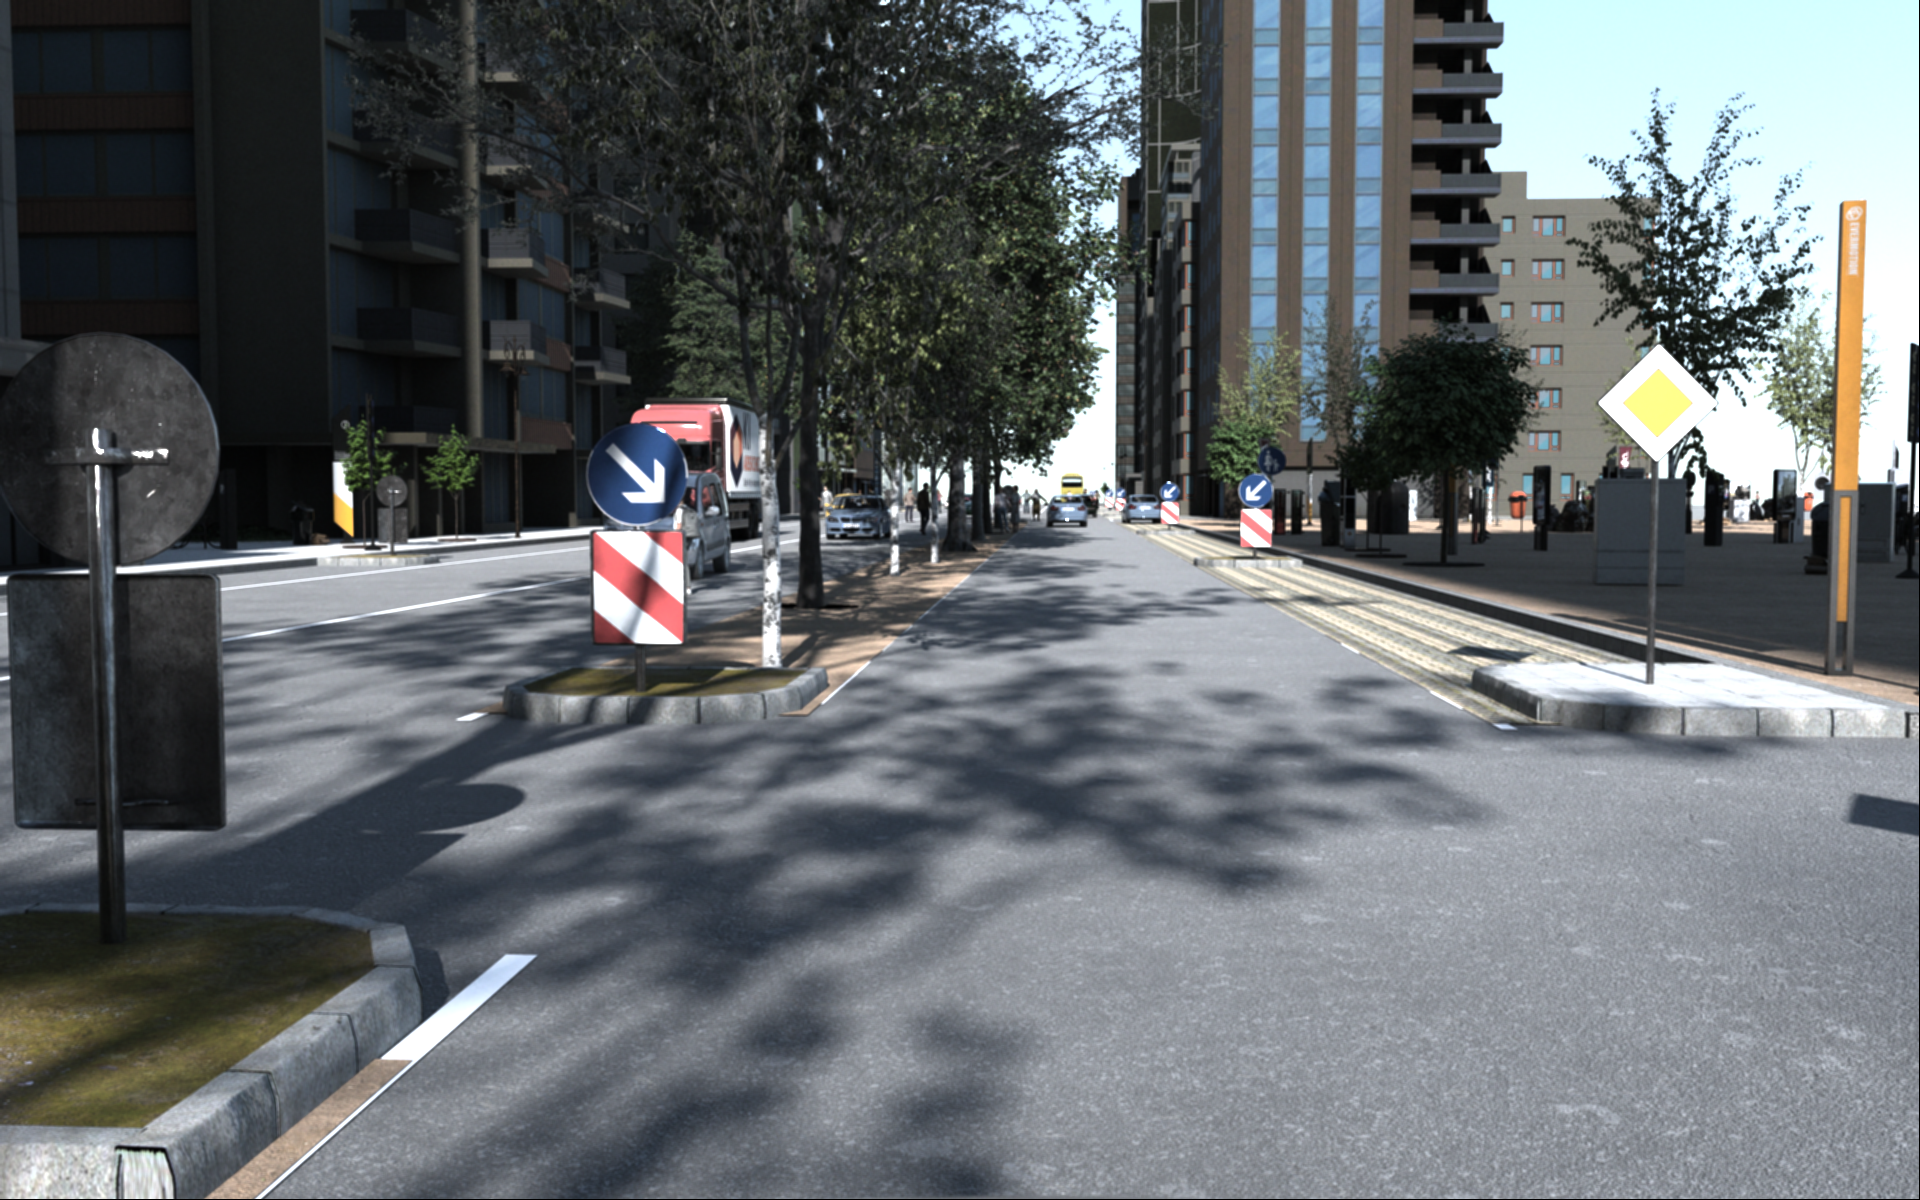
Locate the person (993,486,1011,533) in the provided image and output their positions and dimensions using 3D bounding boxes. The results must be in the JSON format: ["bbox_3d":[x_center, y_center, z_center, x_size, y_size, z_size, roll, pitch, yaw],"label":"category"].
[{"bbox_3d":[1.644,-3.356,64.035,0.731,1.740,0.598,-1,4,-20],"label":"person"}]

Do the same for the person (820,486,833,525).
[{"bbox_3d":[-6.116,-4.342,79.606,0.709,1.813,0.853,1,4,15],"label":"person"}]

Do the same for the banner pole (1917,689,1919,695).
[{"bbox_3d":[6.495,-1.285,11.021,0.863,3.779,0.401,-2,4,-35],"label":"banner pole"}]

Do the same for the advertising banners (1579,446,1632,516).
[{"bbox_3d":[23.710,-4.123,63.591,2.074,3.025,0.090,-1,4,-10],"label":"advertising banners"}]

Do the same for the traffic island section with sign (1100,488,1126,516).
[{"bbox_3d":[10.227,-6.298,111.606,1.989,1.847,2.006,0,4,3],"label":"traffic island section with sign"}]

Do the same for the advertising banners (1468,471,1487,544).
[{"bbox_3d":[13.198,-2.940,44.265,0.090,3.025,2.074,2,4,29],"label":"advertising banners"}]

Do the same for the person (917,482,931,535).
[{"bbox_3d":[-1.236,-3.208,60.869,0.656,1.842,0.836,1,4,13],"label":"person"}]

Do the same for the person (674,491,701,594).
[{"bbox_3d":[-3.961,-0.826,24.593,0.523,1.515,0.503,-1,4,-16],"label":"person"}]

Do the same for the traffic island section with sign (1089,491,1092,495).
[{"bbox_3d":[15.039,-11.291,193.242,1.989,1.847,2.006,0,4,3],"label":"traffic island section with sign"}]

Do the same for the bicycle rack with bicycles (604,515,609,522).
[{"bbox_3d":[-15.333,-4.045,79.512,2.852,0.926,2.925,1,4,18],"label":"bicycle rack with bicycles"}]

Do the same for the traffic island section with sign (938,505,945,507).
[{"bbox_3d":[-2.492,-11.364,194.428,1.989,1.847,2.006,0,4,3],"label":"traffic island section with sign"}]

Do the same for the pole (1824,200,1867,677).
[{"bbox_3d":[6.221,-1.121,12.164,0.158,3.312,0.155,0,3,0],"label":"pole"}]

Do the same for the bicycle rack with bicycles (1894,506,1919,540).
[{"bbox_3d":[29.228,-2.373,52.183,2.852,0.926,2.925,1,4,8],"label":"bicycle rack with bicycles"}]

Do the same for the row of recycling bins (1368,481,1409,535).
[{"bbox_3d":[13.925,-3.024,56.552,1.069,1.692,3.534,0,4,5],"label":"row of recycling bins"}]

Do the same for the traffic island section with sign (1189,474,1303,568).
[{"bbox_3d":[5.692,-1.580,34.466,1.989,1.847,2.006,0,4,3],"label":"traffic island section with sign"}]

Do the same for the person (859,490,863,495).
[{"bbox_3d":[-7.043,-6.902,122.062,1.217,1.735,0.721,0,4,-2],"label":"person"}]

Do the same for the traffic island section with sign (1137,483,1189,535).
[{"bbox_3d":[7.284,-3.229,61.419,1.989,1.847,2.006,0,4,3],"label":"traffic island section with sign"}]

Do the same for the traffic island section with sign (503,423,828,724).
[{"bbox_3d":[-2.027,-0.221,11.756,2.006,1.907,1.989,0,4,3],"label":"traffic island section with sign"}]

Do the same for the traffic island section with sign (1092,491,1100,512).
[{"bbox_3d":[11.812,-7.944,138.514,1.989,1.847,2.006,0,4,3],"label":"traffic island section with sign"}]

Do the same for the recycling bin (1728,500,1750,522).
[{"bbox_3d":[35.498,-4.062,78.963,0.722,1.027,0.722,0,4,-1],"label":"recycling bin"}]

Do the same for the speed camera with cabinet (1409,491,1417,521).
[{"bbox_3d":[20.841,-5.394,82.529,0.660,3.252,2.038,-2,4,-32],"label":"speed camera with cabinet"}]

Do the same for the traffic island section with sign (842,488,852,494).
[{"bbox_3d":[-7.312,-6.358,112.584,1.989,1.847,2.006,0,4,3],"label":"traffic island section with sign"}]

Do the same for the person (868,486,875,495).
[{"bbox_3d":[-4.591,-4.943,88.949,0.705,1.869,1.348,2,4,25],"label":"person"}]

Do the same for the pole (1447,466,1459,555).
[{"bbox_3d":[10.391,-2.606,36.452,0.158,3.312,0.155,0,3,0],"label":"pole"}]

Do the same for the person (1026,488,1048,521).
[{"bbox_3d":[4.102,-5.093,92.509,1.217,1.736,0.721,-1,4,-13],"label":"person"}]

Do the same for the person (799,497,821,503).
[{"bbox_3d":[-7.830,-5.054,91.148,1.348,1.822,0.705,-1,4,-15],"label":"person"}]

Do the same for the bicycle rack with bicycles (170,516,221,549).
[{"bbox_3d":[-18.862,-1.632,40.066,2.925,0.926,2.852,1,4,12],"label":"bicycle rack with bicycles"}]

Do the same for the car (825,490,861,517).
[{"bbox_3d":[-4.920,-4.056,76.542,2.015,1.641,3.980,0,4,2],"label":"car"}]

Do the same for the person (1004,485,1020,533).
[{"bbox_3d":[1.921,-3.288,62.833,0.524,1.755,0.480,-2,4,-34],"label":"person"}]

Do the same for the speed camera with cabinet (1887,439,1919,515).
[{"bbox_3d":[33.801,-4.131,61.875,0.660,3.252,2.038,1,4,8],"label":"speed camera with cabinet"}]

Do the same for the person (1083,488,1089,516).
[{"bbox_3d":[8.396,-6.532,115.308,0.705,1.822,1.348,2,4,34],"label":"person"}]

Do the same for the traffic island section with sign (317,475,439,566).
[{"bbox_3d":[-11.841,-1.647,35.551,1.989,1.847,2.006,0,4,3],"label":"traffic island section with sign"}]

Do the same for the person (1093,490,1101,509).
[{"bbox_3d":[12.846,-9.428,162.655,1.348,1.823,0.705,-3,5,-41],"label":"person"}]

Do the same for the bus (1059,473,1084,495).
[{"bbox_3d":[12.913,-12.739,199.833,2.896,3.916,12.252,0,4,3],"label":"bus"}]

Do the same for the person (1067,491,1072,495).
[{"bbox_3d":[9.825,-8.901,154.970,0.756,1.711,0.436,2,4,30],"label":"person"}]

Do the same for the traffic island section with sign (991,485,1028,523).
[{"bbox_3d":[2.377,-4.809,86.766,2.006,1.907,1.989,0,4,3],"label":"traffic island section with sign"}]

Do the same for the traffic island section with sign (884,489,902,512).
[{"bbox_3d":[-5.738,-8.008,139.553,1.989,1.847,2.006,0,4,3],"label":"traffic island section with sign"}]

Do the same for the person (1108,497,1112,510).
[{"bbox_3d":[12.622,-8.374,146.359,0.436,1.711,0.756,0,4,6],"label":"person"}]

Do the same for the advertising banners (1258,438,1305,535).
[{"bbox_3d":[10.082,-3.562,54.419,2.074,3.025,0.090,-2,4,-35],"label":"advertising banners"}]

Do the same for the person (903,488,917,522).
[{"bbox_3d":[-2.478,-4.878,88.780,0.617,1.759,0.750,3,4,37],"label":"person"}]

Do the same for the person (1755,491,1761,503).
[{"bbox_3d":[75.350,-9.435,163.470,0.721,1.736,1.217,3,5,43],"label":"person"}]

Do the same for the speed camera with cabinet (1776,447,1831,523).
[{"bbox_3d":[35.743,-4.831,73.324,2.038,3.252,0.660,2,4,27],"label":"speed camera with cabinet"}]

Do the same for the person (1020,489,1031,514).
[{"bbox_3d":[4.914,-7.284,127.681,1.350,1.814,0.705,0,4,-2],"label":"person"}]

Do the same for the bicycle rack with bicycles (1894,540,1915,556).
[{"bbox_3d":[19.768,-1.456,37.183,2.852,0.926,2.925,3,4,36],"label":"bicycle rack with bicycles"}]

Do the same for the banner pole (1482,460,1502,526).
[{"bbox_3d":[21.369,-4.866,69.572,0.863,3.779,0.401,0,4,4],"label":"banner pole"}]

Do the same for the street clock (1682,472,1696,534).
[{"bbox_3d":[23.508,-3.139,55.891,0.358,2.002,0.471,0,4,-5],"label":"street clock"}]

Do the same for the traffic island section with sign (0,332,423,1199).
[{"bbox_3d":[-2.472,0.231,4.362,2.006,1.907,1.989,0,4,3],"label":"traffic island section with sign"}]

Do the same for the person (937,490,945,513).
[{"bbox_3d":[-1.554,-7.393,130.100,1.217,1.743,0.721,-2,4,-25],"label":"person"}]
